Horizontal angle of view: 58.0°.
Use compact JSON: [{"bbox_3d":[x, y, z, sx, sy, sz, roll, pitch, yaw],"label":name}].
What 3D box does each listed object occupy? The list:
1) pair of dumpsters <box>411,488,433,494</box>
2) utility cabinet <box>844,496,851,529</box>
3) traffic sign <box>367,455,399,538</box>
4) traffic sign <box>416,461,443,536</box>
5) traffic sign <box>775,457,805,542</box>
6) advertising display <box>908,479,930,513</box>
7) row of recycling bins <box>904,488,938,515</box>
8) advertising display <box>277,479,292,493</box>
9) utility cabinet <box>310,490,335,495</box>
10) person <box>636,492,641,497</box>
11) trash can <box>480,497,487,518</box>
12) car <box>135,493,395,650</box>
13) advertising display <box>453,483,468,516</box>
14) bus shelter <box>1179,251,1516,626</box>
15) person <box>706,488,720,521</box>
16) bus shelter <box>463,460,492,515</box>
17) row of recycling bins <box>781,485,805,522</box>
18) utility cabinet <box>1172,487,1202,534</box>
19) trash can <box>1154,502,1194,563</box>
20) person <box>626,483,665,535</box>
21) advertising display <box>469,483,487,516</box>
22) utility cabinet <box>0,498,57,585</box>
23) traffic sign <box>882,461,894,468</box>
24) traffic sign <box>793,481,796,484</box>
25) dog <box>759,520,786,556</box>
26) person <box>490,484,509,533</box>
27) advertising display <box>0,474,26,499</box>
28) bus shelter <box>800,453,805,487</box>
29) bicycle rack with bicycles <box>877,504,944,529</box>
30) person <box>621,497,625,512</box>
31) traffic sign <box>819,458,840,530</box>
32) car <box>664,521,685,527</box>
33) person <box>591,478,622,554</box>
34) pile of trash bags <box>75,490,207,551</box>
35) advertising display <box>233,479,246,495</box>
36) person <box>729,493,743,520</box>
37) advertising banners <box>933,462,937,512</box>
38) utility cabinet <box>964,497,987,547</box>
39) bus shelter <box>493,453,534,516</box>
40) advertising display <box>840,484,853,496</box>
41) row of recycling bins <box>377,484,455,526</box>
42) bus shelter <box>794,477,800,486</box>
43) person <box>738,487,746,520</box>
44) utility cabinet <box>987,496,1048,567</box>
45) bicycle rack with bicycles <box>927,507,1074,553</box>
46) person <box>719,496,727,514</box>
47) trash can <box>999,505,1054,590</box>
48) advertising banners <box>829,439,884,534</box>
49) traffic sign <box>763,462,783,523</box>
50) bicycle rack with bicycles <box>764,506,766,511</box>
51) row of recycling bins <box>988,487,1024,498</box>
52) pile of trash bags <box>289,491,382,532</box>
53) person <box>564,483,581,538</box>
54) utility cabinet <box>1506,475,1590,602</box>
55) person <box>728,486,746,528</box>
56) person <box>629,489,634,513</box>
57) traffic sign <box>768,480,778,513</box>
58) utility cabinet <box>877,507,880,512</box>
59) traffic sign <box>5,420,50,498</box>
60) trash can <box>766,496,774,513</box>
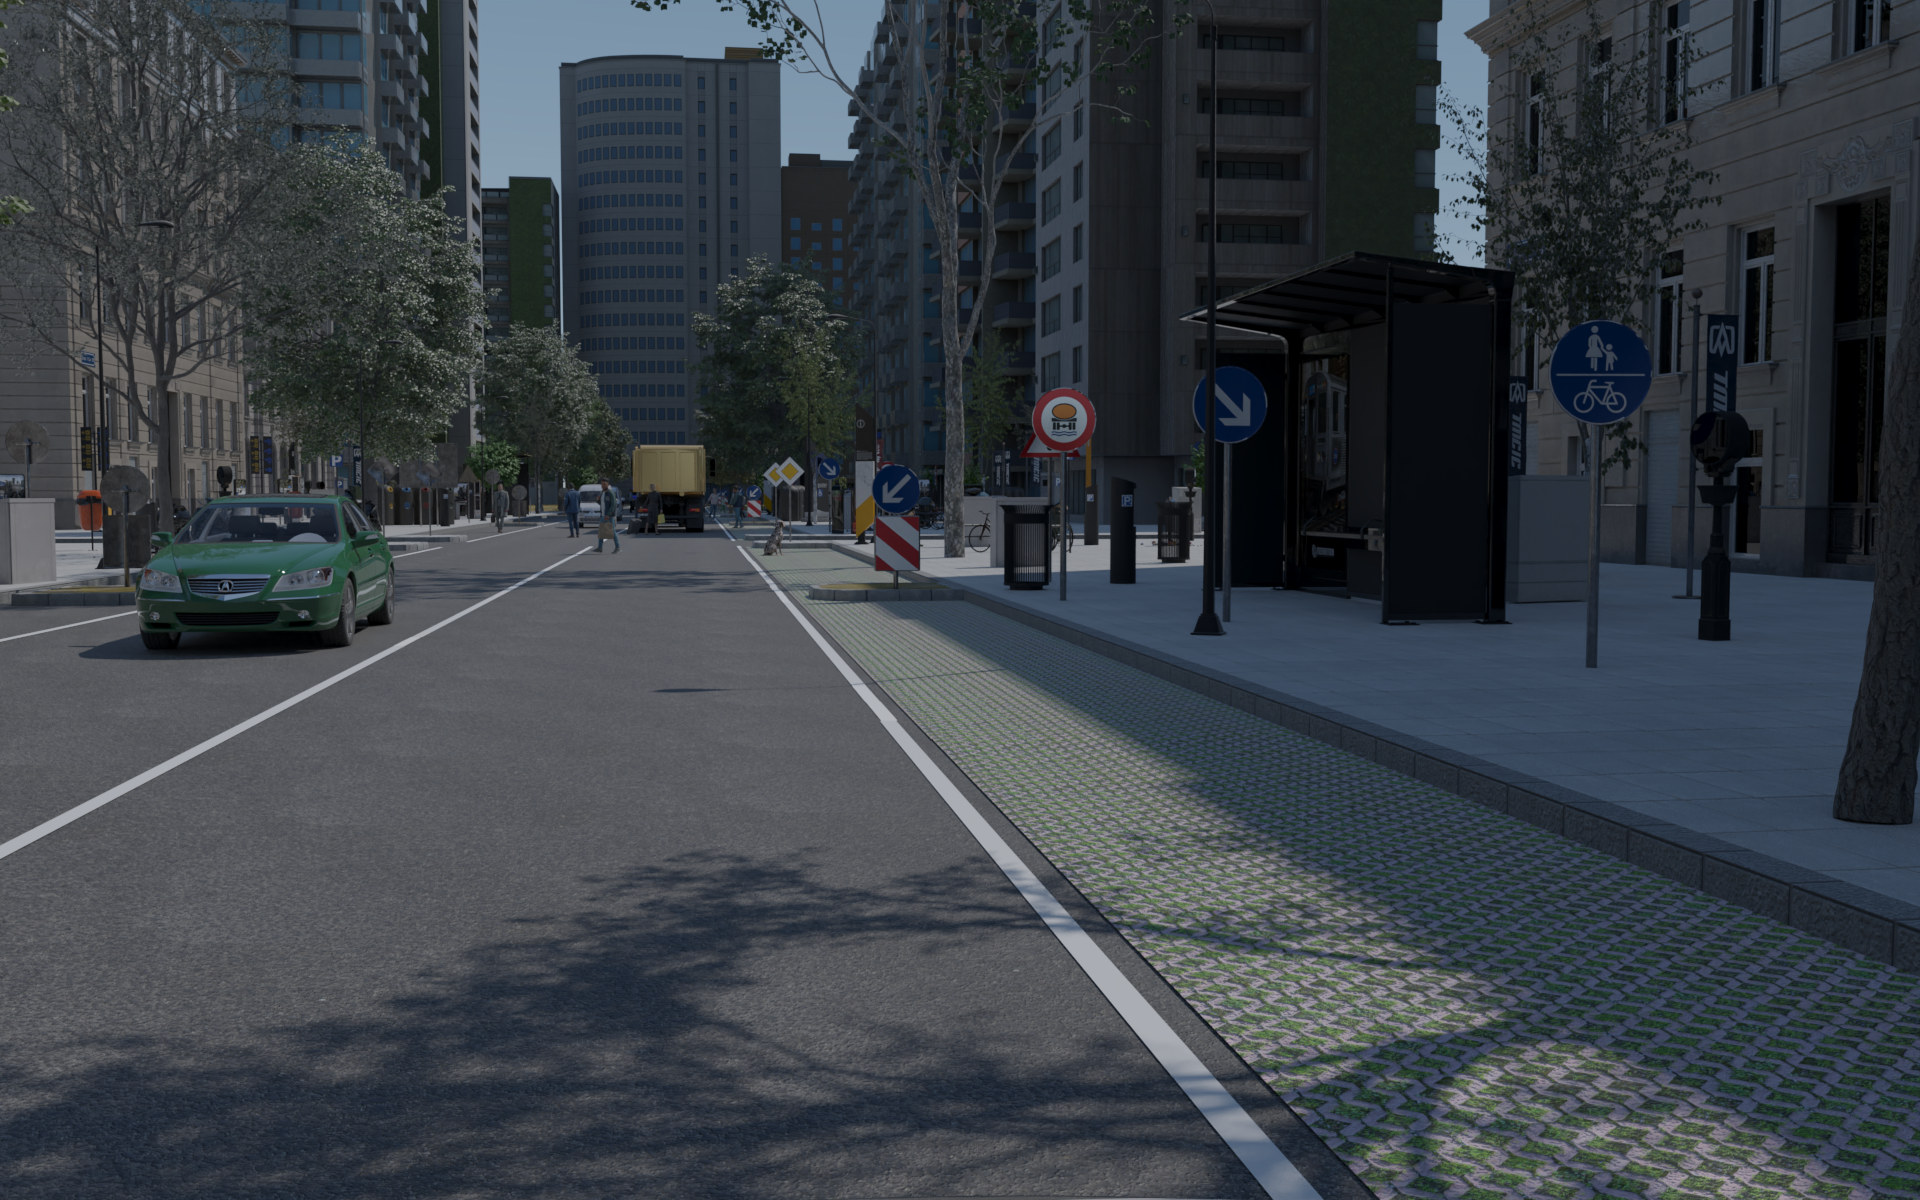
[{"bbox_3d":[-25.592,-4.898,82.568,1.574,2.255,4.437,-1,4,-9],"label":"pair of dumpsters"},{"bbox_3d":[-3.866,-3.172,63.019,1.020,1.237,0.306,1,4,20],"label":"utility cabinet"},{"bbox_3d":[-14.933,-2.521,44.853,0.795,2.450,0.064,-1,4,-9],"label":"traffic sign"},{"bbox_3d":[-16.147,-3.003,52.746,0.795,2.450,0.064,-1,4,-9],"label":"traffic sign"},{"bbox_3d":[-4.557,-2.617,46.423,0.795,2.450,0.064,-1,4,-9],"label":"traffic sign"},{"bbox_3d":[-1.742,-4.142,72.930,0.974,1.923,0.123,-1,4,-10],"label":"advertising display"},{"bbox_3d":[-2.925,-6.062,106.231,3.534,1.692,1.069,-2,4,-33],"label":"row of recycling bins"},{"bbox_3d":[-28.238,-4.129,72.730,0.123,1.923,0.974,2,4,24],"label":"advertising display"},{"bbox_3d":[-31.507,-4.711,85.709,1.173,1.500,0.318,-2,4,-28],"label":"utility cabinet"},{"bbox_3d":[-16.463,-4.941,89.469,0.473,1.802,0.592,2,4,27],"label":"person"},{"bbox_3d":[-24.921,-4.786,89.909,0.748,1.137,0.748,0,3,0],"label":"trash can"},{"bbox_3d":[-6.907,-0.354,17.585,2.131,1.459,4.920,-1,4,-11],"label":"car"},{"bbox_3d":[-28.773,-5.801,100.063,0.974,1.923,0.123,-1,4,-19],"label":"advertising display"},{"bbox_3d":[4.195,-1.754,19.964,1.731,3.624,6.357,-1,4,-9],"label":"bus shelter"},{"bbox_3d":[-13.007,-4.983,90.651,0.731,1.740,0.598,-3,5,-42],"label":"person"},{"bbox_3d":[-29.764,-7.148,108.153,1.731,3.624,6.357,-1,4,-9],"label":"bus shelter"},{"bbox_3d":[-7.824,-4.605,82.407,1.069,1.692,3.534,0,4,4],"label":"row of recycling bins"},{"bbox_3d":[7.298,-2.874,55.663,0.318,1.500,1.173,3,5,45],"label":"utility cabinet"},{"bbox_3d":[3.992,-1.265,32.334,0.748,1.137,0.748,0,3,0],"label":"trash can"},{"bbox_3d":[-10.979,-3.177,60.666,1.509,1.804,0.699,3,5,44],"label":"person"},{"bbox_3d":[-27.620,-5.772,99.579,0.974,1.923,0.123,1,4,20],"label":"advertising display"},{"bbox_3d":[-13.512,-0.847,25.008,0.306,1.237,1.020,0,4,7],"label":"utility cabinet"},{"bbox_3d":[-2.818,-4.121,67.481,0.768,2.556,0.104,0,4,-5],"label":"traffic sign"},{"bbox_3d":[-10.358,-6.461,105.740,0.768,2.556,0.104,0,3,0],"label":"traffic sign"},{"bbox_3d":[-4.437,-1.429,40.202,0.800,0.831,0.513,-1,4,-8],"label":"dog"},{"bbox_3d":[-17.132,-3.414,64.418,0.694,1.812,0.767,0,4,4],"label":"person"},{"bbox_3d":[-30.145,-3.042,54.948,0.123,1.923,0.974,2,4,30],"label":"advertising display"},{"bbox_3d":[-8.656,-6.733,101.366,1.731,3.624,6.357,-1,4,-9],"label":"bus shelter"},{"bbox_3d":[-1.173,-3.025,62.846,2.925,0.926,2.852,1,4,16],"label":"bicycle rack with bicycles"},{"bbox_3d":[-27.766,-7.946,141.643,0.697,1.427,0.421,2,4,26],"label":"person"},{"bbox_3d":[-4.627,-3.757,61.535,0.768,2.556,0.104,0,4,-2],"label":"traffic sign"},{"bbox_3d":[-12.970,-3.885,75.877,2.083,1.381,4.827,-1,4,-11],"label":"car"},{"bbox_3d":[-8.420,-2.009,41.333,0.713,1.824,0.794,-2,4,-29],"label":"person"},{"bbox_3d":[-18.523,-1.854,40.058,3.447,1.369,1.912,-2,4,-29],"label":"pile of trash bags"},{"bbox_3d":[-31.020,-4.246,74.629,0.123,1.923,0.974,0,4,2],"label":"advertising display"},{"bbox_3d":[-12.253,-5.228,94.465,0.782,1.767,0.515,2,4,29],"label":"person"},{"bbox_3d":[-1.483,-6.164,96.966,0.090,3.025,2.074,-1,4,-10],"label":"advertising banners"},{"bbox_3d":[0.253,-1.888,42.033,1.020,1.237,0.306,-1,4,-9],"label":"utility cabinet"},{"bbox_3d":[-26.364,-6.814,102.691,1.731,3.624,6.357,-1,4,-9],"label":"bus shelter"},{"bbox_3d":[-7.130,-6.364,109.262,0.974,1.923,0.123,-3,5,-43],"label":"advertising display"},{"bbox_3d":[-22.596,-3.936,71.464,1.069,1.692,3.534,3,5,45],"label":"row of recycling bins"},{"bbox_3d":[-11.715,-7.819,121.764,2.014,3.302,5.546,-1,4,-9],"label":"bus shelter"},{"bbox_3d":[-12.210,-5.361,96.178,0.660,1.820,0.620,3,4,38],"label":"person"},{"bbox_3d":[1.044,-1.190,30.616,1.020,1.237,0.306,-2,4,-24],"label":"utility cabinet"},{"bbox_3d":[1.363,-1.489,37.729,2.925,0.926,2.852,-3,5,-39],"label":"bicycle rack with bicycles"},{"bbox_3d":[-17.157,-6.884,125.301,0.590,1.304,0.306,2,4,29],"label":"person"},{"bbox_3d":[0.891,-0.708,23.231,0.748,1.137,0.748,0,3,0],"label":"trash can"},{"bbox_3d":[-3.304,-3.620,55.373,2.074,3.025,0.090,2,4,29],"label":"advertising banners"},{"bbox_3d":[-5.772,-3.099,54.316,0.795,2.450,0.064,-1,4,-9],"label":"traffic sign"},{"bbox_3d":[-13.020,-7.012,128.027,2.925,0.926,2.852,-1,4,-12],"label":"bicycle rack with bicycles"},{"bbox_3d":[2.661,-5.567,98.128,1.069,1.692,3.534,2,4,29],"label":"row of recycling bins"},{"bbox_3d":[-21.217,-2.975,58.401,3.447,1.369,1.912,1,4,15],"label":"pile of trash bags"},{"bbox_3d":[-12.727,-2.952,56.955,0.419,1.800,0.721,3,4,37],"label":"person"},{"bbox_3d":[6.970,-0.725,20.535,1.173,1.500,0.318,-2,4,-25],"label":"utility cabinet"},{"bbox_3d":[-9.263,-3.858,71.919,0.721,1.781,0.623,0,4,-5],"label":"person"},{"bbox_3d":[-25.014,-7.546,131.868,0.705,1.826,1.348,-1,4,-12],"label":"person"},{"bbox_3d":[-10.989,-6.091,101.713,0.606,2.300,0.079,0,4,0],"label":"traffic sign"},{"bbox_3d":[-5.739,-6.901,121.505,1.173,1.500,0.318,-2,4,-33],"label":"utility cabinet"},{"bbox_3d":[-16.011,-1.814,29.758,0.768,2.556,0.104,0,4,0],"label":"traffic sign"},{"bbox_3d":[-12.516,-6.294,114.554,0.748,1.137,0.748,0,3,0],"label":"trash can"}]
